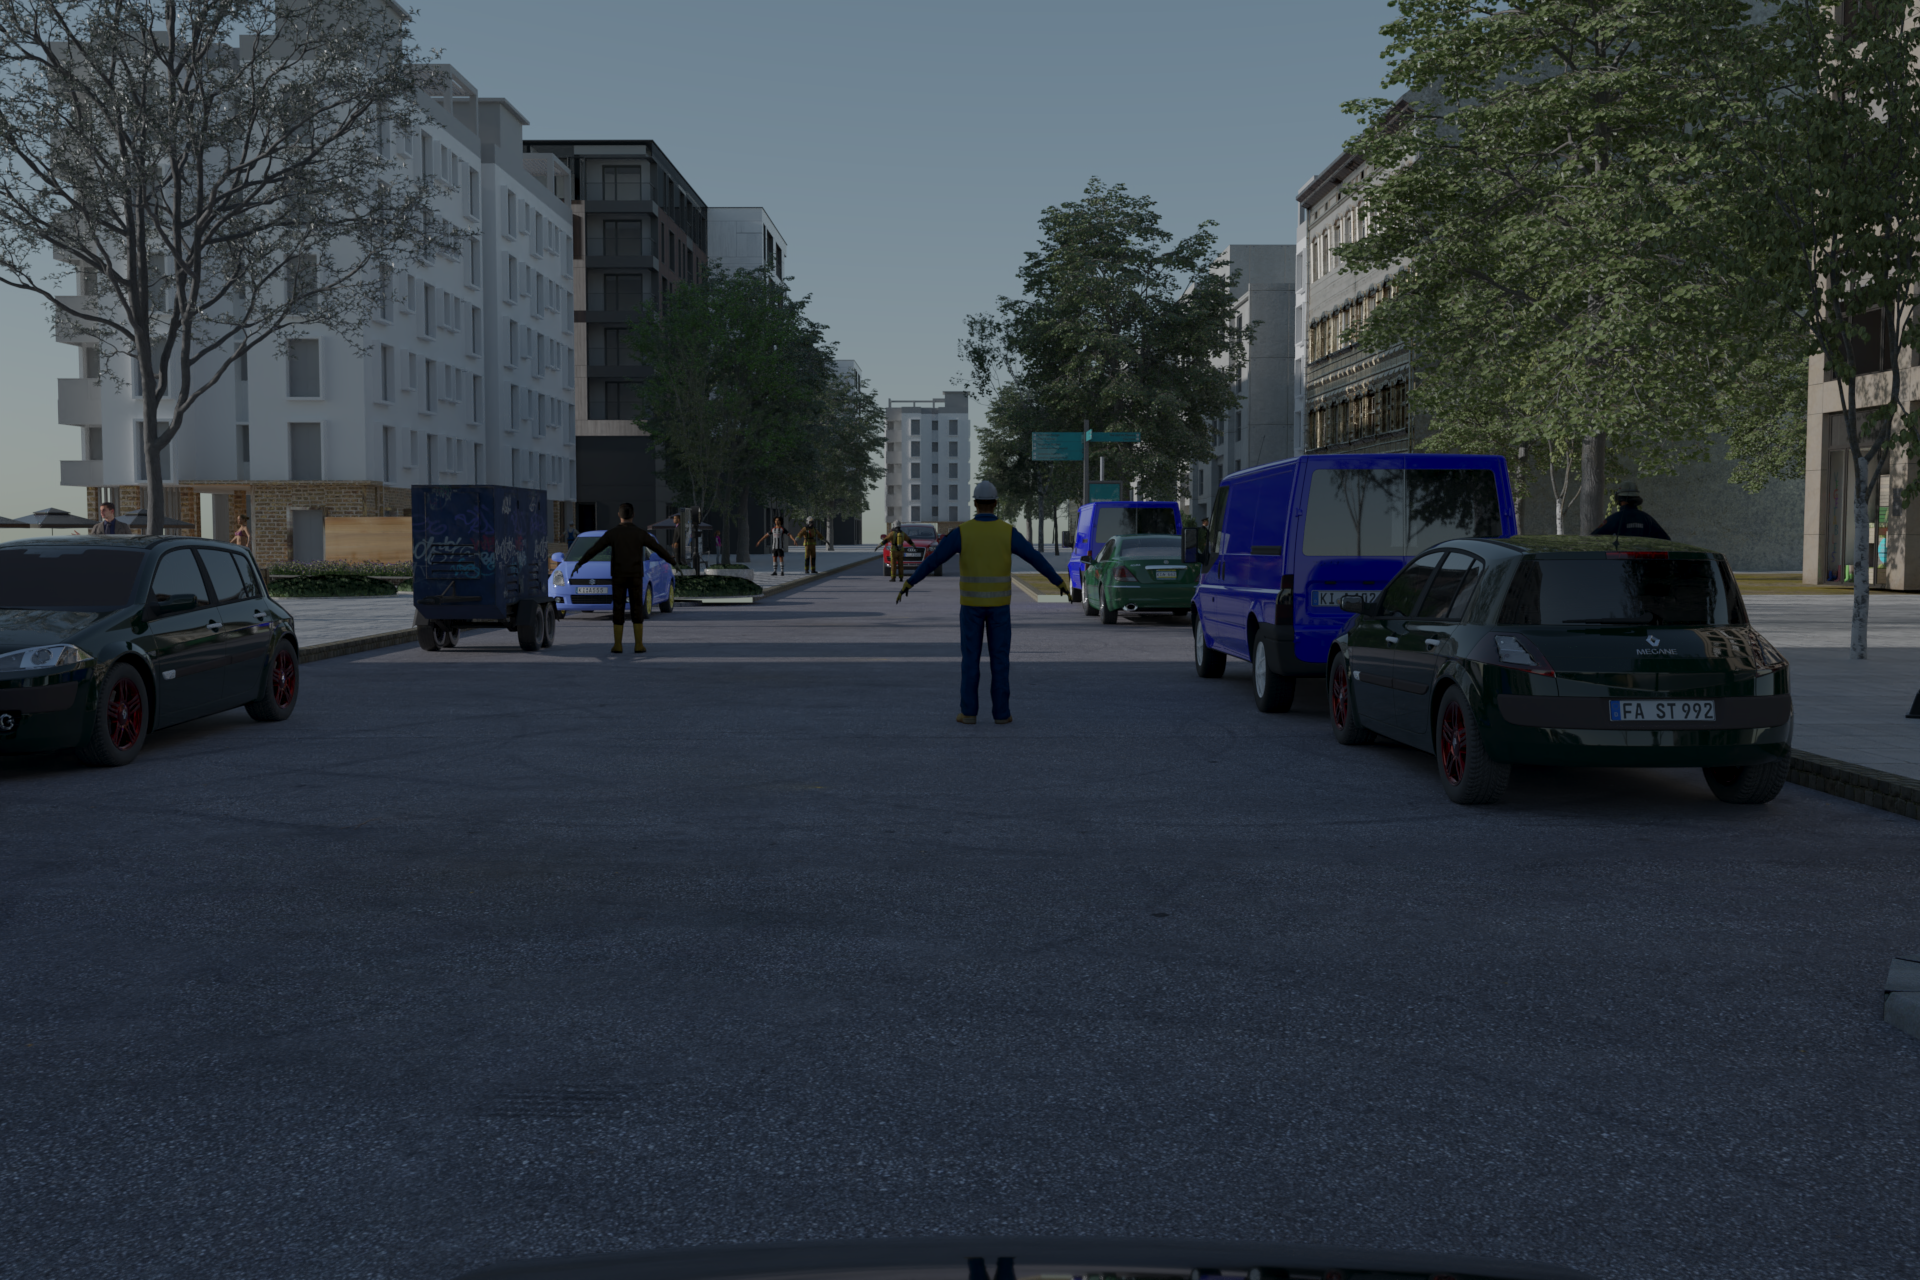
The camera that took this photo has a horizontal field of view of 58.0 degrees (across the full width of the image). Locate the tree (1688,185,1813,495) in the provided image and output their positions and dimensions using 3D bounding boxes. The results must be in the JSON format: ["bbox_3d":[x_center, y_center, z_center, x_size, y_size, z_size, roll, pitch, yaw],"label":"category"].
[{"bbox_3d":[26.789,-8.339,54.471,7.486,12.596,7.792,0,3,0],"label":"tree"}]

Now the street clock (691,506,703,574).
[{"bbox_3d":[-6.850,-2.470,44.956,0.358,2.002,0.471,0,4,1],"label":"street clock"}]

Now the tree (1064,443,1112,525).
[{"bbox_3d":[5.915,-8.176,84.045,4.360,8.622,3.978,0,3,0],"label":"tree"}]

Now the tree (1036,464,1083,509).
[{"bbox_3d":[6.285,-8.577,90.600,4.737,8.622,4.395,0,3,0],"label":"tree"}]

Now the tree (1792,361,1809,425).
[{"bbox_3d":[25.189,-5.883,46.549,4.360,8.622,3.978,0,3,0],"label":"tree"}]

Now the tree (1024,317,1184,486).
[{"bbox_3d":[6.228,-8.504,73.454,8.767,10.594,7.601,2,4,31],"label":"tree"}]

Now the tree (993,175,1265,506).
[{"bbox_3d":[5.883,-9.473,61.545,9.857,13.997,8.962,0,3,0],"label":"tree"}]

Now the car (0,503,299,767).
[{"bbox_3d":[-6.008,-0.129,11.891,2.009,1.686,4.222,0,4,0],"label":"car"}]

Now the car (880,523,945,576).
[{"bbox_3d":[-1.619,-3.167,60.456,2.281,1.827,5.304,0,4,-1],"label":"car"}]

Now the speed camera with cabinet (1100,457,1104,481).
[{"bbox_3d":[3.860,-3.025,43.800,0.660,3.252,2.038,0,4,-2],"label":"speed camera with cabinet"}]

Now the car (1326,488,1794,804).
[{"bbox_3d":[3.441,-0.048,10.576,2.009,1.686,4.222,0,4,-1],"label":"car"}]

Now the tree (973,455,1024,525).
[{"bbox_3d":[5.386,-19.300,233.687,7.486,12.596,7.792,0,3,0],"label":"tree"}]

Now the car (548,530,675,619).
[{"bbox_3d":[-6.077,-1.268,30.318,1.945,1.707,3.694,0,4,0],"label":"car"}]

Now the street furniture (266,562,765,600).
[{"bbox_3d":[-9.039,-1.281,36.577,10.072,0.657,5.734,0,4,2],"label":"street furniture"}]

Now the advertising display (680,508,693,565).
[{"bbox_3d":[-6.806,-2.317,43.104,0.123,1.923,0.974,0,4,1],"label":"advertising display"}]

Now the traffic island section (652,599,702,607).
[{"bbox_3d":[-6.236,-0.729,34.785,1.991,0.108,1.994,0,4,-1],"label":"traffic island section"}]

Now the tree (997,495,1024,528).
[{"bbox_3d":[6.914,-16.937,227.275,4.737,8.622,4.395,0,3,0],"label":"tree"}]

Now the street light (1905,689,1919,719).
[{"bbox_3d":[7.314,-2.409,11.925,1.470,5.913,1.316,0,4,0],"label":"street light"}]

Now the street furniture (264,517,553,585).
[{"bbox_3d":[-15.233,-2.420,46.420,9.812,1.723,11.010,2,4,23],"label":"street furniture"}]

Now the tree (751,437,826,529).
[{"bbox_3d":[-9.067,-8.314,86.304,4.737,8.622,4.395,0,3,0],"label":"tree"}]

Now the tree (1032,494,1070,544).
[{"bbox_3d":[12.894,-18.286,233.390,7.601,10.594,8.767,0,4,5],"label":"tree"}]

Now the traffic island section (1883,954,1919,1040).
[{"bbox_3d":[3.708,1.111,4.702,1.991,0.108,1.994,0,4,0],"label":"traffic island section"}]

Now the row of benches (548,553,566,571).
[{"bbox_3d":[-13.022,-2.427,55.149,1.422,0.672,4.104,-2,4,-27],"label":"row of benches"}]

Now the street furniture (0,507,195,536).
[{"bbox_3d":[-27.733,-2.273,42.198,14.083,1.986,27.439,0,4,-1],"label":"street furniture"}]

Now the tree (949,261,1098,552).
[{"bbox_3d":[5.460,-16.091,118.973,12.611,20.169,13.585,0,3,0],"label":"tree"}]

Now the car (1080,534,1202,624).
[{"bbox_3d":[3.128,-1.052,28.992,2.131,1.459,4.920,0,4,-1],"label":"car"}]

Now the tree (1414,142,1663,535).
[{"bbox_3d":[16.415,-8.034,49.480,7.486,12.596,7.792,0,3,0],"label":"tree"}]

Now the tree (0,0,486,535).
[{"bbox_3d":[-12.275,-7.093,26.343,12.009,13.543,11.850,0,3,0],"label":"tree"}]

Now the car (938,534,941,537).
[{"bbox_3d":[-1.809,-7.669,137.183,2.131,1.459,4.920,0,4,-1],"label":"car"}]

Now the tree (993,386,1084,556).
[{"bbox_3d":[5.449,-10.294,102.718,7.601,10.594,8.767,-1,4,-14],"label":"tree"}]

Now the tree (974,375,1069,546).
[{"bbox_3d":[5.548,-14.113,137.397,9.857,13.997,8.962,0,3,0],"label":"tree"}]

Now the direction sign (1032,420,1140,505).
[{"bbox_3d":[2.964,-3.133,39.986,2.525,3.948,1.411,0,4,-1],"label":"direction sign"}]

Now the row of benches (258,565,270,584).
[{"bbox_3d":[-16.552,-1.329,37.197,4.104,0.672,1.422,2,4,27],"label":"row of benches"}]

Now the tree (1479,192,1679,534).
[{"bbox_3d":[13.078,-5.317,37.288,4.737,8.622,4.395,0,3,0],"label":"tree"}]
